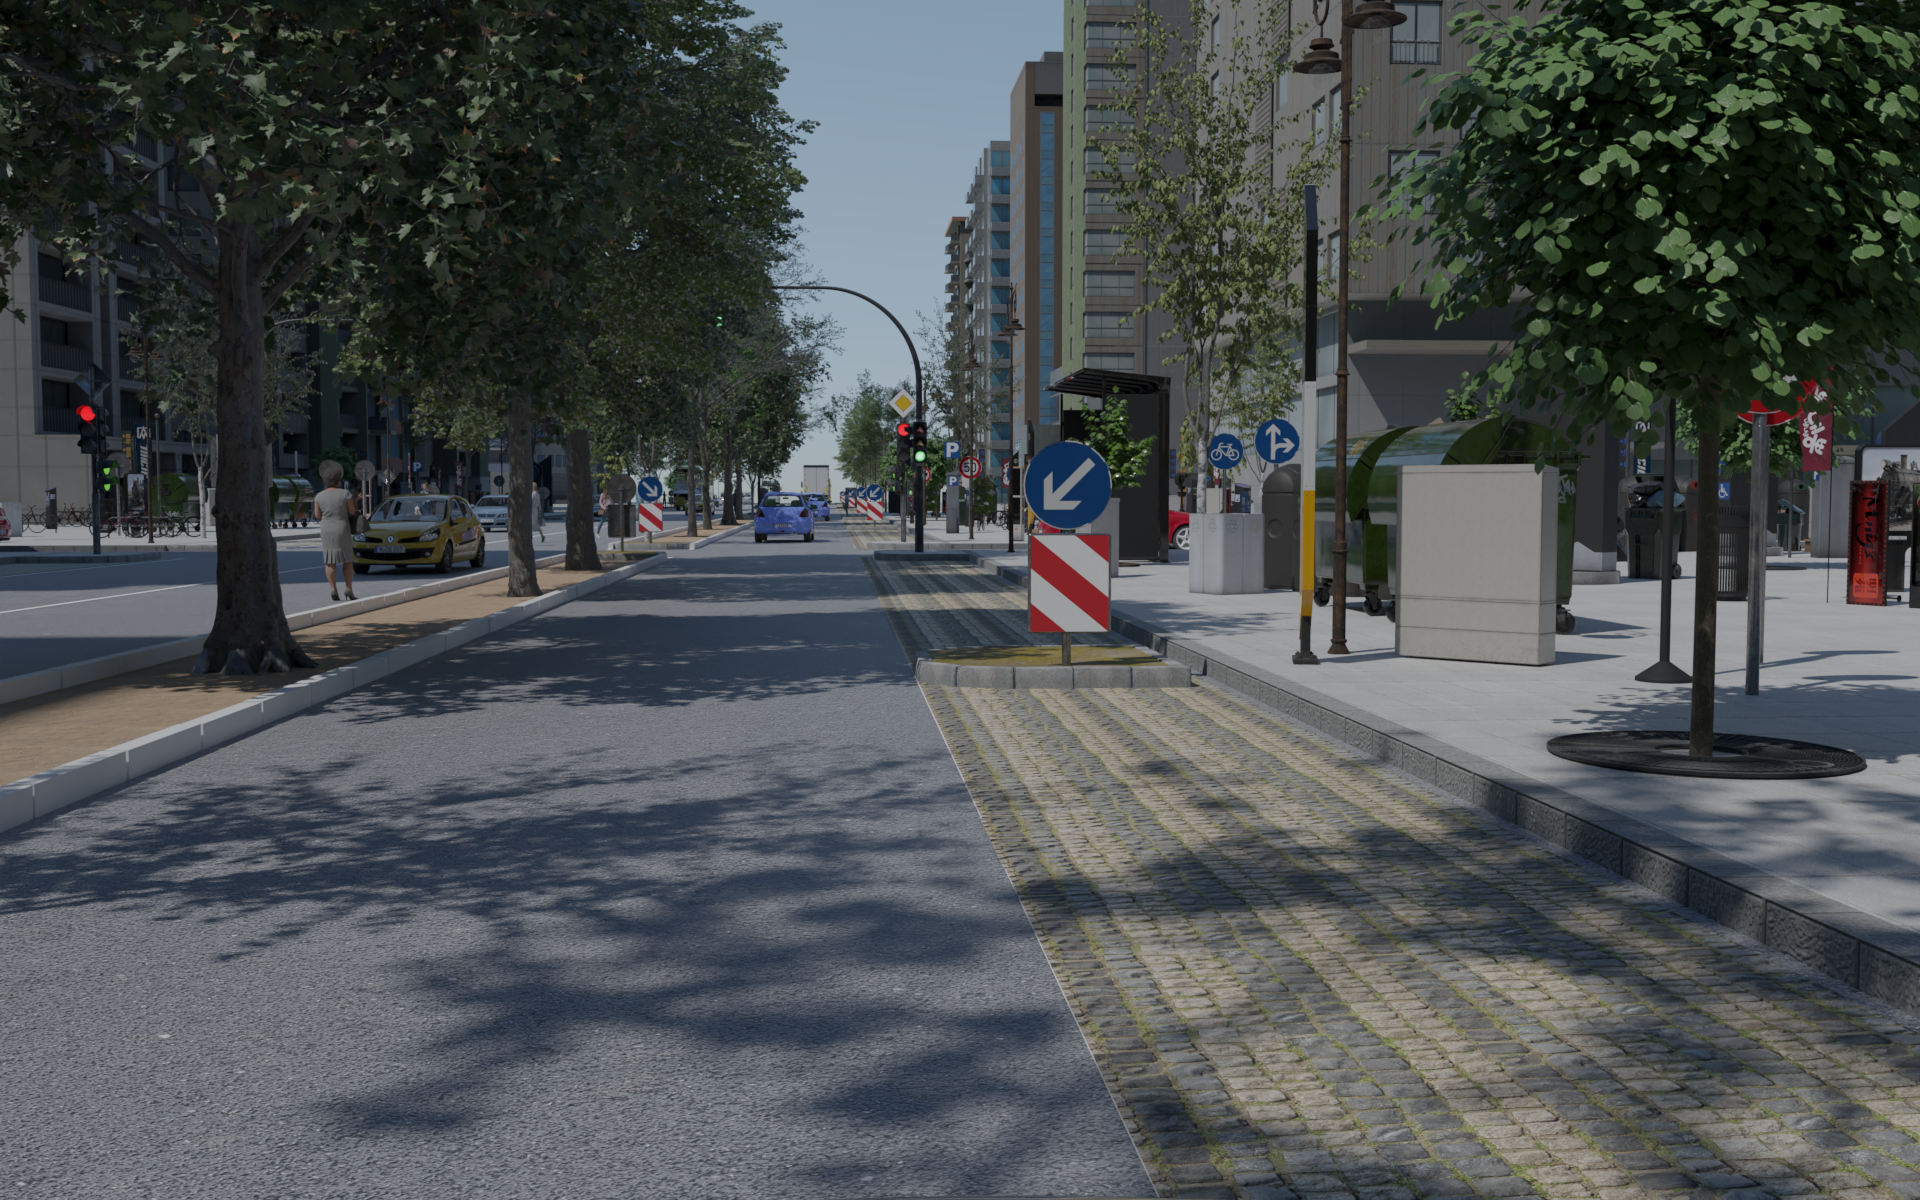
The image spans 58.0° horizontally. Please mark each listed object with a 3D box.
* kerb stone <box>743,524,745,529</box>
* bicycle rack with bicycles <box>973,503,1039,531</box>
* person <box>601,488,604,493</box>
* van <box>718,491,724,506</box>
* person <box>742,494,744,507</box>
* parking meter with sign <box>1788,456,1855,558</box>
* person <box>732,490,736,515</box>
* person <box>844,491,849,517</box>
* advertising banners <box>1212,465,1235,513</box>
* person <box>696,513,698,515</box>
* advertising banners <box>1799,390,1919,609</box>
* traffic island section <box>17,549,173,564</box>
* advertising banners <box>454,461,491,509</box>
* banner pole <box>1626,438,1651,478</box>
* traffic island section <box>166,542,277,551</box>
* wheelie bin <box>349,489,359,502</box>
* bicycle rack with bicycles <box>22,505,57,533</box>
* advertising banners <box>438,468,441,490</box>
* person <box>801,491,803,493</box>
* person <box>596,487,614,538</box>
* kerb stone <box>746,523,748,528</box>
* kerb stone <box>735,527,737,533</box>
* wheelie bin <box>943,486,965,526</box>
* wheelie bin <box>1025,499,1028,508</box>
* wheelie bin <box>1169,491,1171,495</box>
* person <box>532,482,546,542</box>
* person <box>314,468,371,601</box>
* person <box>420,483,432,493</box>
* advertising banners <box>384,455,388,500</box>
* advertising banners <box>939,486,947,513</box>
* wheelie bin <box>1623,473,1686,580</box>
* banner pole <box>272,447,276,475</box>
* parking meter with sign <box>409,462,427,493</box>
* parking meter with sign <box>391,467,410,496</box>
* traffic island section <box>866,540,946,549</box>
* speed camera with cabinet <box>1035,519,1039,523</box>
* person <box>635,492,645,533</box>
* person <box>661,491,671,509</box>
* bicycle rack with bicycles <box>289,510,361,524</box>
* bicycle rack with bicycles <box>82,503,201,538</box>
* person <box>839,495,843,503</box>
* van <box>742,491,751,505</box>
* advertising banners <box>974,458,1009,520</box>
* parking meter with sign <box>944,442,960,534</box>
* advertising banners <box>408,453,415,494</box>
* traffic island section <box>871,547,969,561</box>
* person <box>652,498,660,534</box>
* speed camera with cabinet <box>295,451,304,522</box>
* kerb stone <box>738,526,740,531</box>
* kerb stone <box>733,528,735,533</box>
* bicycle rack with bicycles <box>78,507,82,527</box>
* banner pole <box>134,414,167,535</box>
[{"bbox_3d":[-8.759,-2.862,69.025,0.120,0.150,1.000,0,4,-4],"label":"kerb stone"},{"bbox_3d":[1.404,-2.864,60.211,2.852,0.926,2.925,0,4,1],"label":"bicycle rack with bicycles"},{"bbox_3d":[-23.024,-6.245,110.872,0.573,1.790,0.520,-2,4,-28],"label":"person"},{"bbox_3d":[-28.816,-12.635,213.595,2.013,2.044,4.112,0,4,-5],"label":"van"},{"bbox_3d":[-24.175,-11.198,191.678,0.705,1.812,1.348,1,4,11],"label":"person"},{"bbox_3d":[17.511,-2.350,34.677,1.738,3.016,0.543,0,4,5],"label":"parking meter with sign"},{"bbox_3d":[-15.146,-6.658,117.544,0.709,1.800,0.728,-1,4,-23],"label":"person"},{"bbox_3d":[-7.024,-5.923,107.146,0.330,1.601,0.589,0,4,5],"label":"person"},{"bbox_3d":[8.120,-3.449,52.584,0.090,3.025,2.074,-1,4,-18],"label":"advertising banners"},{"bbox_3d":[-18.220,-6.624,118.617,0.589,1.601,0.330,1,4,15],"label":"person"},{"bbox_3d":[10.453,-1.446,19.836,0.090,3.025,2.074,-2,4,-28],"label":"advertising banners"},{"bbox_3d":[-18.428,-0.897,36.953,2.009,0.180,2.903,0,4,-4],"label":"traffic island section"},{"bbox_3d":[-26.071,-5.899,92.629,2.074,3.025,0.090,-3,5,-40],"label":"advertising banners"},{"bbox_3d":[19.308,-3.638,49.490,0.863,3.779,0.401,1,4,21],"label":"banner pole"},{"bbox_3d":[-19.026,-1.384,44.916,2.009,0.180,2.903,0,4,-4],"label":"traffic island section"},{"bbox_3d":[-41.574,-6.772,118.632,0.693,1.594,0.980,2,4,23],"label":"wheelie bin"},{"bbox_3d":[-31.231,-2.651,56.728,2.852,0.926,2.925,2,4,29],"label":"bicycle rack with bicycles"},{"bbox_3d":[-34.894,-7.273,115.095,0.090,3.025,2.074,-3,5,-40],"label":"advertising banners"},{"bbox_3d":[-14.751,-9.313,161.700,0.436,1.711,0.756,-3,5,-40],"label":"person"},{"bbox_3d":[-11.578,-2.899,56.493,0.643,1.750,0.593,3,5,45],"label":"person"},{"bbox_3d":[-8.909,-2.990,71.079,0.120,0.150,1.000,0,4,-4],"label":"kerb stone"},{"bbox_3d":[-8.293,-2.488,62.881,0.120,0.150,1.000,0,4,-4],"label":"kerb stone"},{"bbox_3d":[-0.116,-3.820,70.371,0.980,1.594,0.693,-2,4,-29],"label":"wheelie bin"},{"bbox_3d":[2.517,-3.884,71.418,0.980,1.594,0.693,-3,5,-44],"label":"wheelie bin"},{"bbox_3d":[9.894,-4.676,84.367,0.693,1.594,0.980,1,4,22],"label":"wheelie bin"},{"bbox_3d":[-12.603,-2.594,51.262,0.624,1.780,0.694,2,4,28],"label":"person"},{"bbox_3d":[-8.293,-0.886,23.342,0.716,1.782,0.532,0,4,-5],"label":"person"},{"bbox_3d":[-18.741,-3.199,60.828,0.581,1.822,0.654,-1,4,-15],"label":"person"},{"bbox_3d":[-23.777,-4.627,71.841,0.090,3.025,2.074,-1,4,-13],"label":"advertising banners"},{"bbox_3d":[-0.938,-7.338,116.172,2.074,3.025,0.090,1,4,11],"label":"advertising banners"},{"bbox_3d":[10.504,-1.119,26.200,0.693,1.594,0.980,-2,4,-33],"label":"wheelie bin"},{"bbox_3d":[-36.722,-6.288,92.829,0.401,3.779,0.863,-2,4,-29],"label":"banner pole"},{"bbox_3d":[-28.949,-5.921,93.073,0.543,3.016,1.738,-2,4,-31],"label":"parking meter with sign"},{"bbox_3d":[-35.229,-6.970,110.224,1.738,3.016,0.543,-1,4,-14],"label":"parking meter with sign"},{"bbox_3d":[-1.484,-1.464,46.224,2.009,0.180,2.903,0,4,-4],"label":"traffic island section"},{"bbox_3d":[3.984,-4.994,75.982,0.660,3.252,2.038,-3,5,-40],"label":"speed camera with cabinet"},{"bbox_3d":[-11.840,-3.383,63.676,0.748,1.841,0.638,0,4,-3],"label":"person"},{"bbox_3d":[-28.309,-9.588,165.979,1.217,1.735,0.721,-2,4,-24],"label":"person"},{"bbox_3d":[-26.600,-3.652,73.084,2.925,0.926,2.852,3,5,44],"label":"bicycle rack with bicycles"},{"bbox_3d":[-23.889,-2.319,51.297,2.925,0.926,2.852,-1,4,-10],"label":"bicycle rack with bicycles"},{"bbox_3d":[-18.217,-15.952,269.274,1.348,1.831,0.705,2,4,34],"label":"person"},{"bbox_3d":[-28.658,-13.800,232.637,2.013,2.044,4.112,0,4,-5],"label":"van"},{"bbox_3d":[1.547,-5.415,84.715,2.074,3.025,0.090,-1,4,-9],"label":"advertising banners"},{"bbox_3d":[-0.255,-3.705,56.840,0.543,3.016,1.738,0,3,0],"label":"parking meter with sign"},{"bbox_3d":[-23.609,-4.793,74.551,0.090,3.025,2.074,-1,4,-12],"label":"advertising banners"},{"bbox_3d":[-0.886,-0.977,38.261,2.009,0.180,2.903,0,4,-4],"label":"traffic island section"},{"bbox_3d":[-10.981,-3.250,62.308,0.731,1.740,0.598,2,4,27],"label":"person"},{"bbox_3d":[-30.865,-5.264,80.399,0.660,3.252,2.038,-1,4,-11],"label":"speed camera with cabinet"},{"bbox_3d":[-8.448,-2.614,64.933,0.120,0.150,1.000,0,4,-4],"label":"kerb stone"},{"bbox_3d":[-8.215,-2.423,61.855,0.120,0.150,1.000,0,4,-4],"label":"kerb stone"},{"bbox_3d":[-34.471,-3.326,67.764,2.925,0.926,2.852,-2,4,-32],"label":"bicycle rack with bicycles"},{"bbox_3d":[-25.205,-3.909,53.928,0.863,3.779,0.401,-1,4,-19],"label":"banner pole"}]
